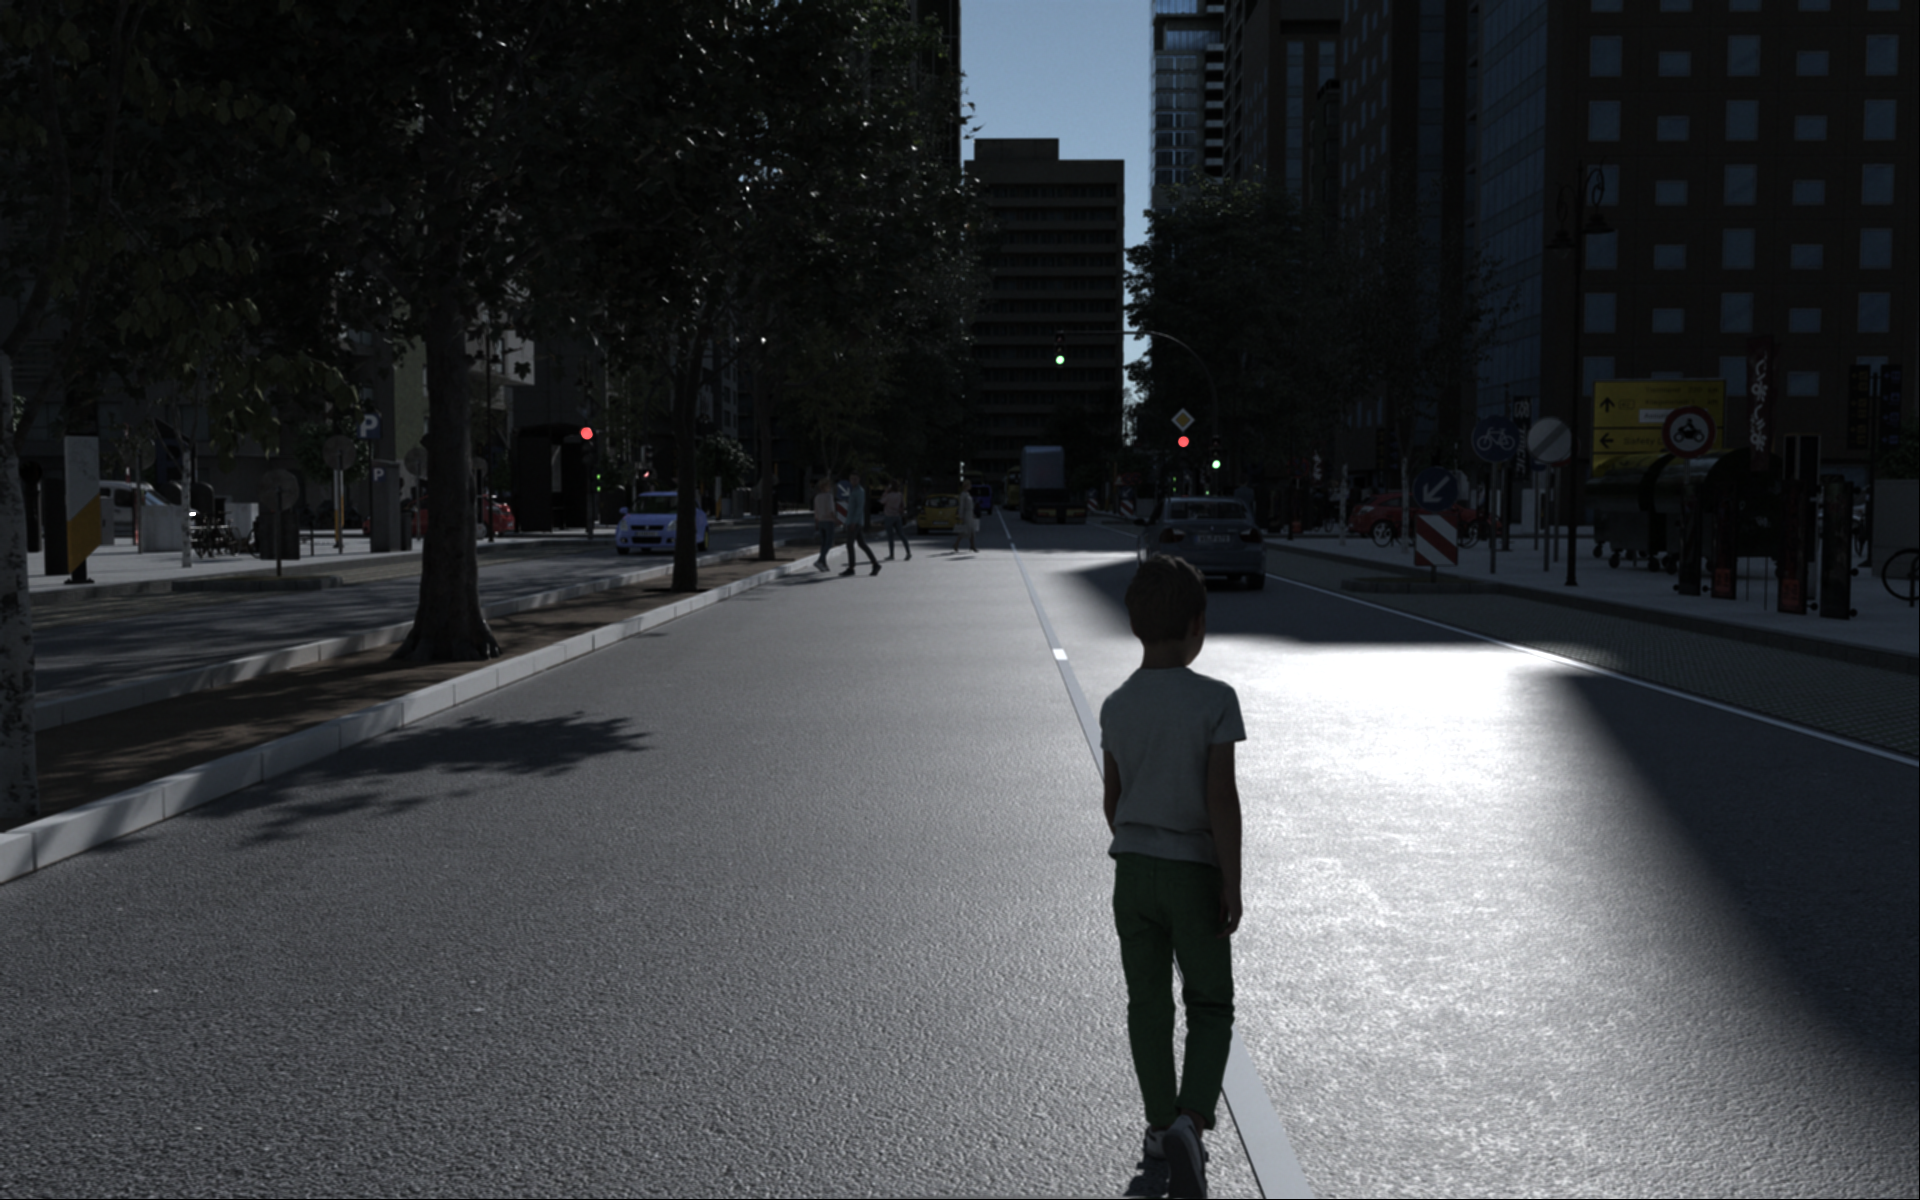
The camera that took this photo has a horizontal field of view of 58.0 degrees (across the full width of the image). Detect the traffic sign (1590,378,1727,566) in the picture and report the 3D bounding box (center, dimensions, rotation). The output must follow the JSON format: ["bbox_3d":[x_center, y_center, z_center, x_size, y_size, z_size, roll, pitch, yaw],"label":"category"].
[{"bbox_3d":[12.279,-2.242,30.537,2.265,3.308,0.079,1,4,9],"label":"traffic sign"}]

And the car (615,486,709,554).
[{"bbox_3d":[-7.244,-1.998,42.252,1.945,1.707,3.694,0,4,2],"label":"car"}]

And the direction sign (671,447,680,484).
[{"bbox_3d":[-13.563,-5.602,83.590,0.876,3.537,0.379,-3,5,-41],"label":"direction sign"}]

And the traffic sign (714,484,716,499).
[{"bbox_3d":[-15.423,-6.672,109.192,0.768,2.556,0.104,0,4,4],"label":"traffic sign"}]

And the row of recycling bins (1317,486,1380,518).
[{"bbox_3d":[20.352,-5.148,91.281,3.534,1.692,1.069,2,4,27],"label":"row of recycling bins"}]

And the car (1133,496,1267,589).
[{"bbox_3d":[3.763,-0.939,27.350,2.014,1.417,4.499,0,4,2],"label":"car"}]

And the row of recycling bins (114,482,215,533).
[{"bbox_3d":[-26.928,-3.120,58.128,3.534,1.692,1.069,-2,4,-31],"label":"row of recycling bins"}]

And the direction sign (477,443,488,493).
[{"bbox_3d":[-21.276,-5.227,77.452,0.876,3.537,0.379,2,4,33],"label":"direction sign"}]

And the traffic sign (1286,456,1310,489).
[{"bbox_3d":[11.132,-3.488,57.134,0.768,2.556,0.104,0,4,4],"label":"traffic sign"}]

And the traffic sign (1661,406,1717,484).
[{"bbox_3d":[10.504,-1.525,25.043,0.768,2.556,0.104,0,4,5],"label":"traffic sign"}]

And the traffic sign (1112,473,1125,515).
[{"bbox_3d":[9.966,-6.632,108.432,0.884,2.594,0.081,1,4,9],"label":"traffic sign"}]

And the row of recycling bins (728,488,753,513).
[{"bbox_3d":[-14.620,-6.656,115.931,1.069,1.692,3.534,1,4,11],"label":"row of recycling bins"}]

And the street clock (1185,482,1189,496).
[{"bbox_3d":[11.102,-4.916,84.954,0.471,2.002,0.358,2,4,34],"label":"street clock"}]

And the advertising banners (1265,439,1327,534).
[{"bbox_3d":[10.828,-3.651,55.879,2.074,3.025,0.090,2,4,33],"label":"advertising banners"}]

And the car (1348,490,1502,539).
[{"bbox_3d":[13.763,-2.573,51.107,4.494,1.783,2.155,0,4,2],"label":"car"}]

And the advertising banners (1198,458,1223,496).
[{"bbox_3d":[11.943,-5.161,80.574,2.074,3.025,0.090,-1,4,-22],"label":"advertising banners"}]

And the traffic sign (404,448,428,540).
[{"bbox_3d":[-14.991,-2.923,47.892,0.768,2.556,0.104,0,4,4],"label":"traffic sign"}]

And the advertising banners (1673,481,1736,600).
[{"bbox_3d":[9.357,-1.528,21.172,0.090,3.025,2.074,0,4,-8],"label":"advertising banners"}]

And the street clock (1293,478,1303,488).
[{"bbox_3d":[14.938,-4.424,76.894,0.471,2.002,0.358,2,4,33],"label":"street clock"}]

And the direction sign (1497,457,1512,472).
[{"bbox_3d":[19.553,-4.294,62.199,0.876,3.537,0.379,-1,4,-17],"label":"direction sign"}]

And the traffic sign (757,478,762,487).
[{"bbox_3d":[-14.242,-7.642,124.943,0.884,2.594,0.081,0,4,2],"label":"traffic sign"}]

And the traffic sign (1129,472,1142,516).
[{"bbox_3d":[10.165,-6.112,100.036,0.768,2.556,0.104,1,4,11],"label":"traffic sign"}]

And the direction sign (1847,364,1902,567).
[{"bbox_3d":[16.004,-2.347,30.375,0.876,3.537,0.379,0,4,6],"label":"direction sign"}]

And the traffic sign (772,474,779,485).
[{"bbox_3d":[-11.895,-6.723,110.020,0.768,2.556,0.104,0,4,3],"label":"traffic sign"}]

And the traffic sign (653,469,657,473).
[{"bbox_3d":[-14.818,-5.046,82.613,0.768,2.556,0.104,0,4,6],"label":"traffic sign"}]

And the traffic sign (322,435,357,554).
[{"bbox_3d":[-13.364,-2.275,37.296,0.768,2.556,0.104,0,4,6],"label":"traffic sign"}]

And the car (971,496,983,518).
[{"bbox_3d":[0.421,-5.703,105.820,1.945,1.354,3.894,0,4,2],"label":"car"}]

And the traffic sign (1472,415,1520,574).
[{"bbox_3d":[8.613,-1.701,27.920,0.768,2.556,0.104,0,4,5],"label":"traffic sign"}]

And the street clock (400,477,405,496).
[{"bbox_3d":[-23.844,-4.219,73.543,0.358,2.002,0.471,3,5,43],"label":"street clock"}]

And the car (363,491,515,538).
[{"bbox_3d":[-15.819,-2.657,52.479,4.494,1.783,2.155,0,4,1],"label":"car"}]

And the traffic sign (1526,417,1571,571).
[{"bbox_3d":[9.725,-1.746,28.651,0.768,2.556,0.104,0,4,6],"label":"traffic sign"}]

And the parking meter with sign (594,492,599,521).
[{"bbox_3d":[-17.564,-5.256,82.195,0.543,3.016,1.738,3,5,44],"label":"parking meter with sign"}]

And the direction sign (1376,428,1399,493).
[{"bbox_3d":[14.652,-4.126,59.449,0.379,3.537,0.876,-3,5,-44],"label":"direction sign"}]

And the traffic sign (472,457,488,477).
[{"bbox_3d":[-16.539,-3.620,59.291,0.768,2.556,0.104,0,4,5],"label":"traffic sign"}]

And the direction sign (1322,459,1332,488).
[{"bbox_3d":[23.923,-7.420,113.310,0.876,3.537,0.379,-1,4,-21],"label":"direction sign"}]

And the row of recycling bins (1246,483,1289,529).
[{"bbox_3d":[11.481,-3.531,64.852,1.069,1.692,3.534,0,4,4],"label":"row of recycling bins"}]

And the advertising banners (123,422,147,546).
[{"bbox_3d":[-20.618,-2.881,43.292,0.090,3.025,2.074,-1,4,-13],"label":"advertising banners"}]

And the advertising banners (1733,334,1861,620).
[{"bbox_3d":[8.939,-1.364,18.489,0.090,3.025,2.074,0,4,-6],"label":"advertising banners"}]

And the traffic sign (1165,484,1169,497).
[{"bbox_3d":[13.687,-6.950,113.643,0.884,2.594,0.081,0,4,4],"label":"traffic sign"}]

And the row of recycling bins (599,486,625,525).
[{"bbox_3d":[-14.679,-4.048,73.294,1.069,1.692,3.534,-1,4,-15],"label":"row of recycling bins"}]

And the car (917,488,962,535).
[{"bbox_3d":[-0.575,-3.152,61.752,2.015,1.641,3.980,0,4,3],"label":"car"}]

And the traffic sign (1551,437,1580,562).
[{"bbox_3d":[11.262,-1.991,32.655,0.768,2.556,0.104,0,4,7],"label":"traffic sign"}]

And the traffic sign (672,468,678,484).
[{"bbox_3d":[-13.719,-5.159,84.450,0.768,2.556,0.104,1,4,10],"label":"traffic sign"}]

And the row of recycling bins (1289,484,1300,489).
[{"bbox_3d":[12.902,-3.979,72.174,3.534,1.692,1.069,-3,4,-38],"label":"row of recycling bins"}]

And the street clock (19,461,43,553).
[{"bbox_3d":[-20.390,-2.049,38.067,0.471,2.002,0.358,-2,4,-27],"label":"street clock"}]

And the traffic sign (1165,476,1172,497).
[{"bbox_3d":[12.973,-6.529,106.854,0.768,2.556,0.104,0,4,1],"label":"traffic sign"}]

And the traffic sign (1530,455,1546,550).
[{"bbox_3d":[13.176,-2.411,39.525,0.768,2.556,0.104,0,4,2],"label":"traffic sign"}]

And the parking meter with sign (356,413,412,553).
[{"bbox_3d":[-12.674,-2.570,38.280,0.543,3.016,1.738,0,4,5],"label":"parking meter with sign"}]

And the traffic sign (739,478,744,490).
[{"bbox_3d":[-14.224,-6.709,111.829,0.606,2.300,0.079,0,4,5],"label":"traffic sign"}]

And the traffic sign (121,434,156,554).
[{"bbox_3d":[-17.541,-2.256,36.987,0.768,2.556,0.104,0,4,4],"label":"traffic sign"}]
